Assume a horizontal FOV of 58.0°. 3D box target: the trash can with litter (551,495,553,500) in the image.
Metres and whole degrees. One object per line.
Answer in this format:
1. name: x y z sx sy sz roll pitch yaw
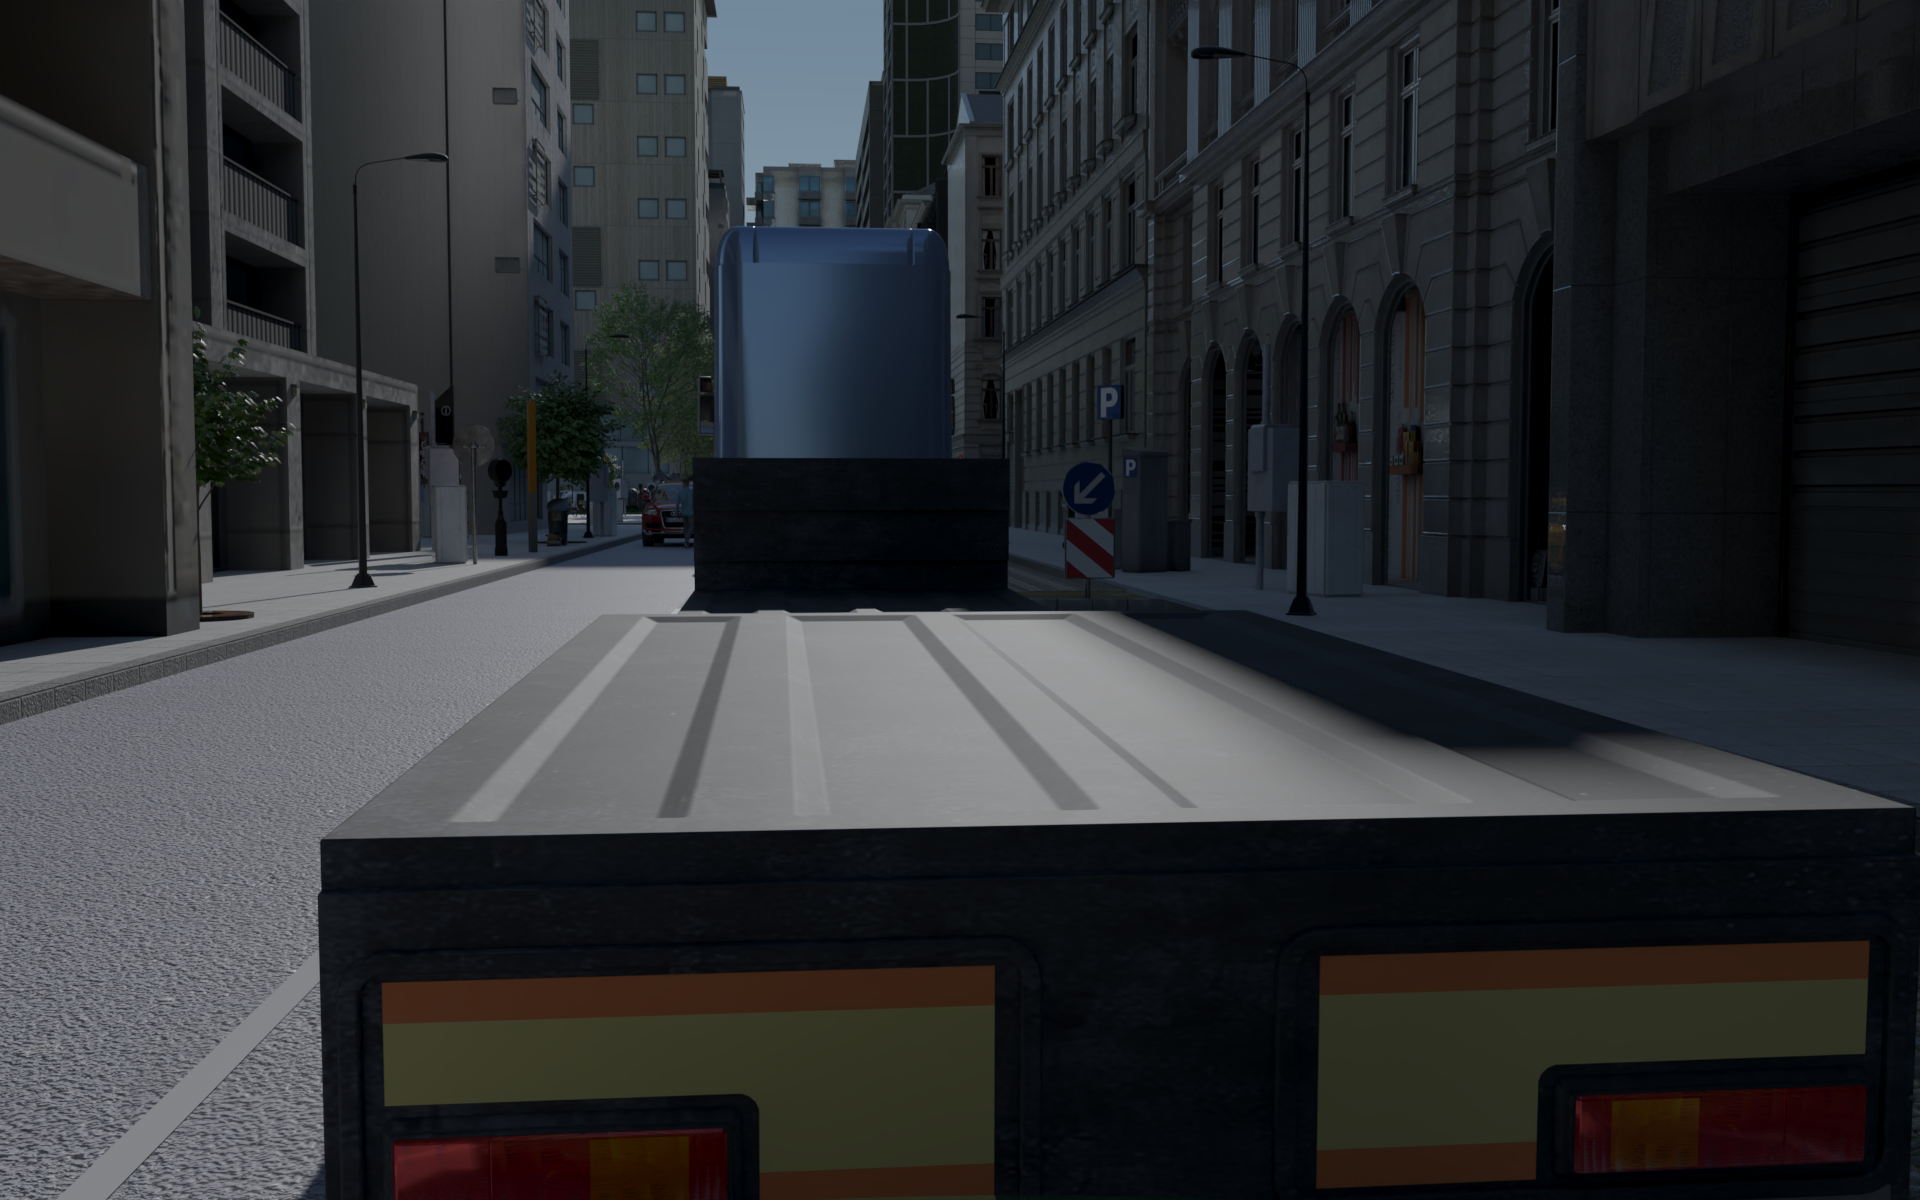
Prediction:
1. trash can with litter: -30.662 -7.212 128.972 2.233 1.210 1.678 -1 4 -23

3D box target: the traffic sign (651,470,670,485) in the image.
1. traffic sign: -12.233 -4.104 70.746 0.795 2.450 0.064 0 4 -5

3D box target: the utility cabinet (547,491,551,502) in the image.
1. utility cabinet: -30.616 -7.251 127.233 1.173 1.500 0.318 1 4 10

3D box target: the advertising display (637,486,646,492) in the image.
1. advertising display: -26.000 -8.319 141.226 0.974 1.923 0.123 3 5 42

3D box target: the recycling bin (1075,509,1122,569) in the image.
1. recycling bin: 2.439 -1.057 29.843 0.722 1.027 0.722 2 4 28

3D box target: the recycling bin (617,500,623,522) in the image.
1. recycling bin: -15.815 -4.063 78.977 0.722 1.027 0.722 -2 4 -31

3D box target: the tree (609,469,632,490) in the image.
1. tree: -26.521 -8.631 135.719 1.663 3.219 1.824 0 3 0

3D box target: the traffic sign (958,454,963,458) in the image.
1. traffic sign: 0.013 -3.427 56.029 0.884 2.594 0.081 0 4 -2

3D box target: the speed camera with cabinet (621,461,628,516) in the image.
1. speed camera with cabinet: -20.450 -6.612 102.436 2.038 3.252 0.660 3 5 45

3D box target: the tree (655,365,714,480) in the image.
1. tree: -15.588 -9.104 99.215 4.737 8.622 4.395 0 3 0

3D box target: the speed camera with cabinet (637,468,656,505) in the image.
1. speed camera with cabinet: -24.176 -8.439 132.315 2.038 3.252 0.660 0 4 5

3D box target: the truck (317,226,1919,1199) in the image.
1. truck: -0.674 -1.347 11.787 2.967 4.110 18.799 0 4 -6

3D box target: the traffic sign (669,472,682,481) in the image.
1. traffic sign: -12.985 -4.590 78.695 0.795 2.450 0.064 0 4 -5

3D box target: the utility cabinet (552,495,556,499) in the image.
1. utility cabinet: -29.018 -7.002 125.643 1.020 1.237 0.306 0 4 7

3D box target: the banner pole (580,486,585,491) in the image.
1. banner pole: -30.463 -9.179 140.090 0.401 3.779 0.863 2 4 28

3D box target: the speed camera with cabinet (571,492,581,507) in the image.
1. speed camera with cabinet: -27.493 -8.120 127.091 2.038 3.252 0.660 -3 5 -41

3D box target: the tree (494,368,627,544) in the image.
1. tree: -10.460 -3.774 45.414 4.285 4.588 4.351 0 3 0

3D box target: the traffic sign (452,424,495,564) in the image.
1. traffic sign: -8.849 -1.922 31.529 0.768 2.556 0.104 0 4 -1

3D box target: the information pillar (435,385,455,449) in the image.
1. information pillar: -11.080 -2.806 37.225 0.504 3.616 0.183 0 4 5

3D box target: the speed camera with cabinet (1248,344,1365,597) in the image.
1. speed camera with cabinet: 4.456 -1.716 22.386 0.660 3.252 2.038 -1 4 -19

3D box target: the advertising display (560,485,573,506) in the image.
1. advertising display: -28.197 -7.275 124.165 0.974 1.923 0.123 1 4 14

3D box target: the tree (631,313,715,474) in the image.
1. tree: -16.713 -11.657 108.723 7.486 12.596 7.792 0 3 0

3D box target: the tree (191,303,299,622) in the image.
1. tree: -7.773 -1.408 17.627 1.663 3.219 1.824 0 3 0

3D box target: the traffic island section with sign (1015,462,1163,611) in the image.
1. traffic island section with sign: 1.399 -0.812 21.912 1.989 1.847 2.006 0 4 -5

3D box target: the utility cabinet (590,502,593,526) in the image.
1. utility cabinet: -14.696 -3.587 69.813 0.306 1.237 1.020 -2 4 -25

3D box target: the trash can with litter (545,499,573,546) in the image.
1. trash can with litter: -9.927 -1.924 42.838 0.624 1.170 1.055 0 4 -6

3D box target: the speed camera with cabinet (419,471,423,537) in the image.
1. speed camera with cabinet: -15.665 -3.453 50.797 0.660 3.252 2.038 2 4 28

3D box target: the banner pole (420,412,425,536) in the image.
1. banner pole: -16.534 -3.829 52.622 0.863 3.779 0.401 -2 4 -35

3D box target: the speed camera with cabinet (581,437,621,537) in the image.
1. speed camera with cabinet: -10.850 -3.548 52.353 0.660 3.252 2.038 0 4 -1

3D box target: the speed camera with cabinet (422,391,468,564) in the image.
1. speed camera with cabinet: -9.675 -2.342 32.622 0.660 3.252 2.038 -1 4 -21

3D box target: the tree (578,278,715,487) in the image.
1. tree: -14.971 -9.731 84.851 9.928 11.665 9.643 0 3 0

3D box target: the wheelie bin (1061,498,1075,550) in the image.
1. wheelie bin: 2.671 -1.915 39.217 0.693 1.594 0.980 -1 4 -9

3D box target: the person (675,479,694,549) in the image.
1. person: -7.238 -2.286 45.739 0.638 1.841 0.748 1 4 18
